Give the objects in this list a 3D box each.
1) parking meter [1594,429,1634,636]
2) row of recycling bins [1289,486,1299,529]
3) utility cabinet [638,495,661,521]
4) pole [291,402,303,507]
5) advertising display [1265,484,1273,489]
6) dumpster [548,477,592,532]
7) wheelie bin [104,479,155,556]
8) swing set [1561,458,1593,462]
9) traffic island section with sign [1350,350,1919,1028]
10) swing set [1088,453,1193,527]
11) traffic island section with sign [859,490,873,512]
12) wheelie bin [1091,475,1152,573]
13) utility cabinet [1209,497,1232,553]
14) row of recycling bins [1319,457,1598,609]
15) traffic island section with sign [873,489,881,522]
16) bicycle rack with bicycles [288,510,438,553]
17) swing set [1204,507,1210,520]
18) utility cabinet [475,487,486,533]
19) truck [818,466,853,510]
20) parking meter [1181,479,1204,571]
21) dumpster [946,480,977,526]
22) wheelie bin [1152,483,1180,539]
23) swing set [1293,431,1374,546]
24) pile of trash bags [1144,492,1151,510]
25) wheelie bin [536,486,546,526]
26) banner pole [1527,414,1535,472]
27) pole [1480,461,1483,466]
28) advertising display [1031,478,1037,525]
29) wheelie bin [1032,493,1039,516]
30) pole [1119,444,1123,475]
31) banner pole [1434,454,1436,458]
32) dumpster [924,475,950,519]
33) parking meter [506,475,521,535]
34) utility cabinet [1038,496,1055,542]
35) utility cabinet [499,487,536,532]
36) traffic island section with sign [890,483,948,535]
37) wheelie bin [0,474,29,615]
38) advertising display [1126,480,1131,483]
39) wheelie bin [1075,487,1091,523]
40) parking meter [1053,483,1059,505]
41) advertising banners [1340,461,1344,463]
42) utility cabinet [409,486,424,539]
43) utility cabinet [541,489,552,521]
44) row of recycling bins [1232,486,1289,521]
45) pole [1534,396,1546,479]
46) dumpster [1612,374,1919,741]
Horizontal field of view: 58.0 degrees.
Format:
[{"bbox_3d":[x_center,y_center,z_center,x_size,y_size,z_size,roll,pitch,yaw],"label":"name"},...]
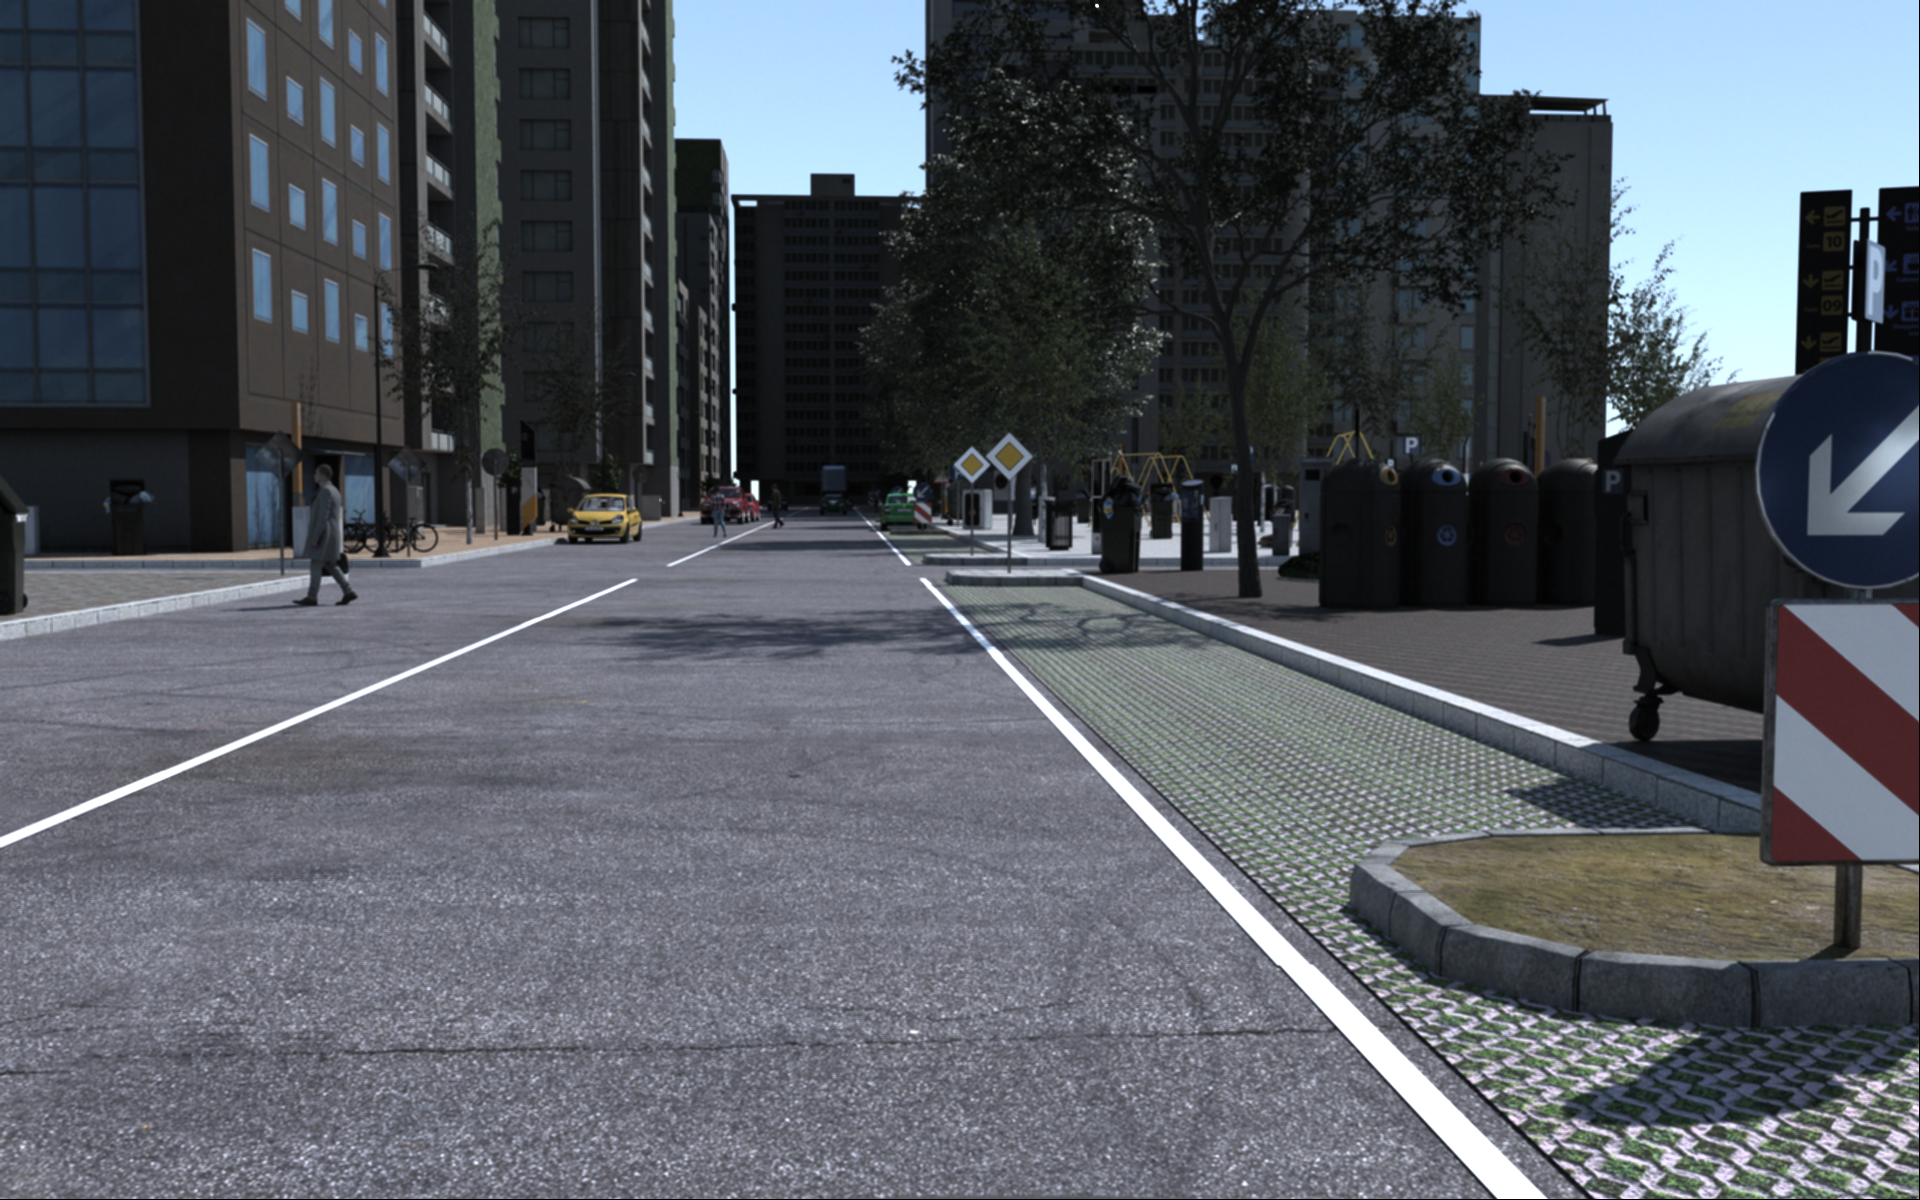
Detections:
[{"bbox_3d":[5.998,-0.614,15.754,0.255,1.863,0.399,-2,4,-31],"label":"parking meter"},{"bbox_3d":[13.692,-3.356,61.978,3.534,1.692,1.069,-1,4,-21],"label":"row of recycling bins"},{"bbox_3d":[-14.975,-4.429,83.574,1.020,1.237,0.306,0,4,-3],"label":"utility cabinet"},{"bbox_3d":[-14.758,-2.735,38.566,0.158,3.312,0.155,0,3,0],"label":"pole"},{"bbox_3d":[19.605,-6.489,111.308,0.974,1.923,0.123,0,4,-8],"label":"advertising display"},{"bbox_3d":[-13.339,-3.268,59.188,1.264,1.857,1.865,0,4,-4],"label":"dumpster"},{"bbox_3d":[-17.338,-1.728,36.164,0.980,1.594,0.693,-2,4,-23],"label":"wheelie bin"},{"bbox_3d":[27.408,-4.871,77.259,2.862,2.851,3.119,0,4,-3],"label":"swing set"},{"bbox_3d":[2.369,0.186,5.580,1.989,1.847,2.006,0,4,-4],"label":"traffic island section with sign"},{"bbox_3d":[6.948,-4.229,66.763,2.862,2.851,3.119,-2,4,-26],"label":"swing set"},{"bbox_3d":[-8.561,-9.540,164.607,1.989,1.847,2.006,0,4,-4],"label":"traffic island section with sign"},{"bbox_3d":[2.647,-1.247,28.294,0.693,1.594,0.980,1,4,19],"label":"wheelie bin"},{"bbox_3d":[5.770,-1.668,38.430,0.306,1.237,1.020,0,4,-4],"label":"utility cabinet"},{"bbox_3d":[5.826,-0.787,19.976,3.534,1.692,1.069,-1,4,-13],"label":"row of recycling bins"},{"bbox_3d":[-3.305,-4.860,88.096,1.989,1.847,2.006,0,4,-4],"label":"traffic island section with sign"},{"bbox_3d":[-13.029,-1.525,38.311,2.925,0.926,2.852,0,4,-4],"label":"bicycle rack with bicycles"},{"bbox_3d":[8.528,-4.516,71.455,2.862,2.851,3.119,-1,4,-19],"label":"swing set"},{"bbox_3d":[-15.665,-2.929,56.571,0.318,1.500,1.173,-1,4,-13],"label":"utility cabinet"},{"bbox_3d":[-11.348,-10.309,158.309,2.967,4.110,18.799,0,4,-6],"label":"truck"},{"bbox_3d":[3.901,-1.265,29.089,0.372,1.533,0.369,0,3,0],"label":"parking meter"},{"bbox_3d":[0.098,-3.982,70.860,1.264,1.857,1.865,0,4,-4],"label":"dumpster"},{"bbox_3d":[5.834,-2.566,49.869,0.980,1.594,0.693,0,4,3],"label":"wheelie bin"},{"bbox_3d":[9.815,-2.824,43.791,2.862,2.851,3.119,0,4,5],"label":"swing set"},{"bbox_3d":[10.602,-4.781,87.928,1.912,1.369,3.447,-3,4,-38],"label":"pile of trash bags"},{"bbox_3d":[-17.276,-3.822,70.392,0.980,1.594,0.693,2,4,34],"label":"wheelie bin"},{"bbox_3d":[18.000,-3.931,54.291,0.401,3.779,0.863,-2,4,-31],"label":"banner pole"},{"bbox_3d":[32.374,-6.962,107.671,0.158,3.312,0.155,0,3,0],"label":"pole"},{"bbox_3d":[2.731,-4.018,70.914,0.974,1.923,0.123,-3,4,-36],"label":"advertising display"},{"bbox_3d":[4.278,-5.669,100.598,0.693,1.594,0.980,0,4,-4],"label":"wheelie bin"},{"bbox_3d":[6.486,-4.654,69.933,0.158,3.312,0.155,0,3,0],"label":"pole"},{"bbox_3d":[29.473,-7.242,108.423,0.863,3.779,0.401,2,4,26],"label":"banner pole"},{"bbox_3d":[-1.262,-5.278,88.790,1.502,2.255,1.985,0,4,-4],"label":"dumpster"},{"bbox_3d":[-13.991,-2.970,54.275,0.399,1.863,0.255,-3,4,-37],"label":"parking meter"},{"bbox_3d":[2.330,-2.151,46.323,0.306,1.237,1.020,1,4,13],"label":"utility cabinet"},{"bbox_3d":[-14.950,-3.049,58.537,1.173,1.500,0.318,-2,4,-30],"label":"utility cabinet"},{"bbox_3d":[-1.466,-3.216,61.204,1.989,1.847,2.006,0,4,-4],"label":"traffic island section with sign"},{"bbox_3d":[-10.381,-0.647,18.489,0.693,1.594,0.980,-1,4,-17],"label":"wheelie bin"},{"bbox_3d":[7.625,-4.538,79.402,0.123,1.923,0.974,-1,4,-18],"label":"advertising display"},{"bbox_3d":[5.464,-4.198,76.549,0.693,1.594,0.980,1,4,11],"label":"wheelie bin"},{"bbox_3d":[5.148,-5.353,93.239,0.255,1.863,0.399,-1,4,-8],"label":"parking meter"},{"bbox_3d":[20.375,-5.772,90.568,0.090,3.025,2.074,-1,4,-18],"label":"advertising banners"},{"bbox_3d":[-15.391,-2.465,48.975,0.318,1.500,1.173,-1,4,-9],"label":"utility cabinet"},{"bbox_3d":[-19.346,-4.399,80.604,1.173,1.500,0.318,-1,4,-16],"label":"utility cabinet"},{"bbox_3d":[14.701,-4.670,83.471,3.534,1.692,1.069,-2,4,-29],"label":"row of recycling bins"},{"bbox_3d":[12.118,-2.592,36.223,0.158,3.312,0.155,0,3,0],"label":"pole"},{"bbox_3d":[4.111,-0.155,8.288,1.264,1.857,1.865,0,4,-4],"label":"dumpster"}]
